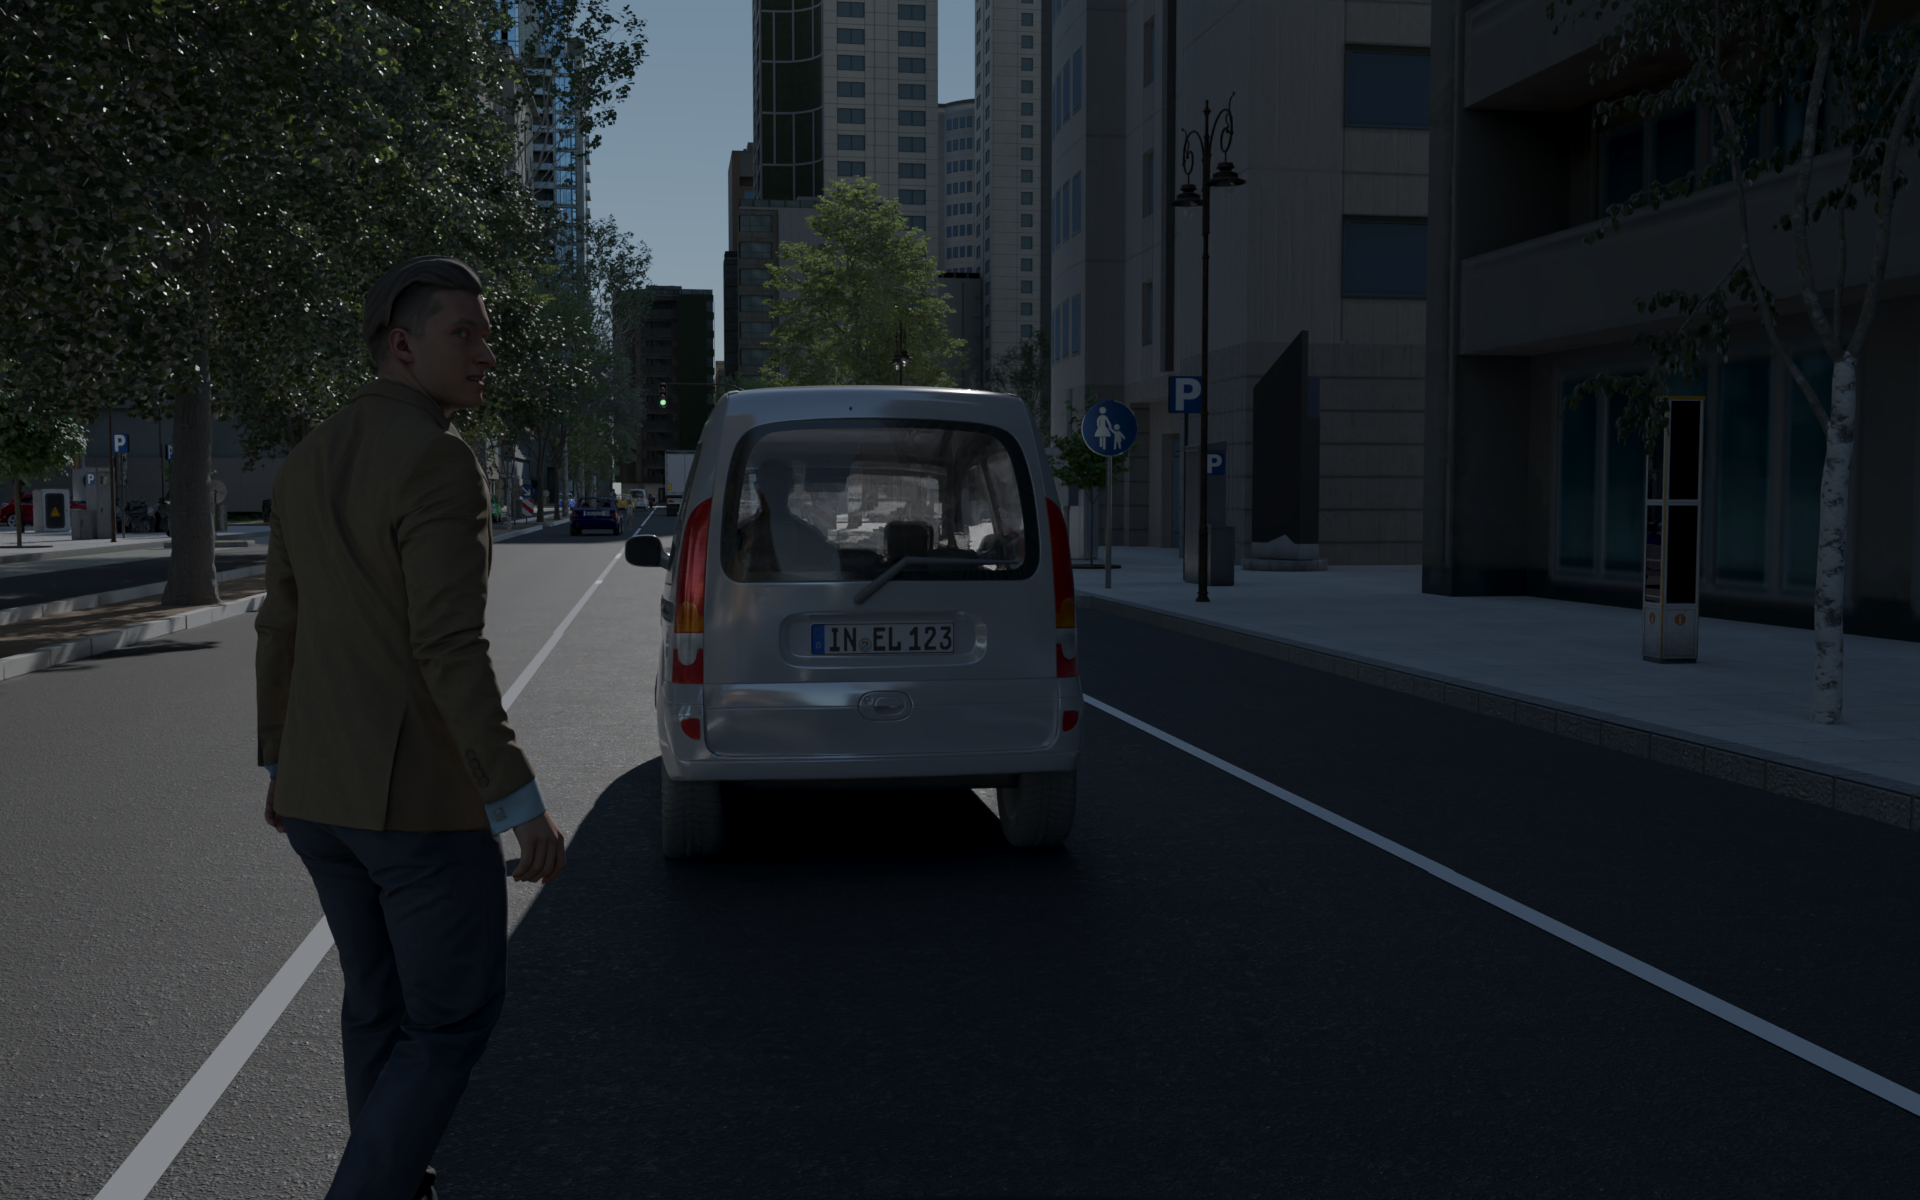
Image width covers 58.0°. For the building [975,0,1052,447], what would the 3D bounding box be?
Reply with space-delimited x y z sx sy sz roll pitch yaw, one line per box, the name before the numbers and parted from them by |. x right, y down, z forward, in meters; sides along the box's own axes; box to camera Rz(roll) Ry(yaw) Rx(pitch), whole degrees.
building | 12.276 -48.095 224.598 20.611 71.187 20.563 -1 4 -10

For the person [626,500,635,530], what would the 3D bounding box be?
person | -12.971 -3.353 68.337 0.382 1.210 0.505 -1 4 -22

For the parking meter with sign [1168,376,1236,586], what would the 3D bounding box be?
parking meter with sign | 3.509 -1.748 24.838 0.543 3.016 1.738 -1 4 -11

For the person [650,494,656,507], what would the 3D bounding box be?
person | -34.838 -11.285 196.245 0.697 1.427 0.421 1 4 11

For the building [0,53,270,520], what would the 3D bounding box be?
building | -46.122 -30.987 95.876 28.713 52.752 27.495 -1 4 -10

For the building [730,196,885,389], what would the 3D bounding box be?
building | -15.107 -24.516 172.536 14.160 30.474 14.107 -1 4 -10

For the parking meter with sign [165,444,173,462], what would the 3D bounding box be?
parking meter with sign | -26.881 -3.949 60.830 1.738 3.016 0.543 0 4 -6

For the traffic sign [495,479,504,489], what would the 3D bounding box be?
traffic sign | -39.389 -9.047 148.023 0.768 2.556 0.104 0 4 -2

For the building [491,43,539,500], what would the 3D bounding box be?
building | -65.171 -37.805 207.347 27.495 52.752 28.713 -1 4 -10

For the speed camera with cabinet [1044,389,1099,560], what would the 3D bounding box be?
speed camera with cabinet | 2.133 -2.393 33.457 0.660 3.252 2.038 1 4 20

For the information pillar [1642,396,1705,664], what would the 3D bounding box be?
information pillar | 5.418 -0.531 13.167 0.304 2.012 0.304 0 4 -6

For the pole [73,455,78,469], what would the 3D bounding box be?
pole | -38.064 -4.939 74.597 0.158 3.312 0.155 0 3 0

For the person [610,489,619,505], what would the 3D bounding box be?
person | -24.218 -6.887 121.197 0.616 1.811 0.778 1 4 14

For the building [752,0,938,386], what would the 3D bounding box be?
building | -14.062 -45.952 189.568 20.563 71.187 20.611 -1 4 -10

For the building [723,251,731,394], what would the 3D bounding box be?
building | -21.287 -26.666 207.685 14.160 30.474 14.107 -1 4 -10

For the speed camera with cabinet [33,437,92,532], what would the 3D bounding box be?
speed camera with cabinet | -30.379 -3.948 58.884 0.660 3.252 2.038 2 4 35

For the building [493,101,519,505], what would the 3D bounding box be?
building | -58.512 -34.145 177.873 23.786 49.044 30.456 -1 4 -10

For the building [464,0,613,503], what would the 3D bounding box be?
building | -64.876 -56.830 241.846 31.000 86.520 22.319 -1 4 -10

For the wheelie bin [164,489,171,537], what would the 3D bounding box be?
wheelie bin | -23.425 -2.699 52.034 0.980 1.594 0.693 1 4 18

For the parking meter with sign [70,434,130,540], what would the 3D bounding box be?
parking meter with sign | -24.489 -3.243 49.285 0.543 3.016 1.738 1 4 19

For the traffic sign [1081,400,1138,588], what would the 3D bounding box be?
traffic sign | 2.018 -1.430 23.492 0.768 2.556 0.104 0 4 -3

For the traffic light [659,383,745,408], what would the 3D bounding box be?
traffic light | -9.914 -5.897 71.089 4.771 5.953 1.251 -1 4 -10

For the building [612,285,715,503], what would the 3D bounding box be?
building | -41.566 -28.829 243.050 14.107 30.474 14.160 -1 4 -10

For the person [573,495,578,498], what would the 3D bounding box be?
person | -47.574 -12.588 214.303 0.705 1.826 1.348 1 4 16

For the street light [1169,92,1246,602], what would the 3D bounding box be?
street light | 2.895 -2.916 20.472 0.468 5.910 1.993 -1 4 -10

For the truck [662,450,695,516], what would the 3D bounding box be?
truck | -18.635 -7.825 116.851 2.839 4.237 11.283 -1 4 -10

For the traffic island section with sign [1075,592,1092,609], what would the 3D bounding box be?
traffic island section with sign | 0.518 -0.844 22.435 1.989 1.847 2.006 -1 4 -10

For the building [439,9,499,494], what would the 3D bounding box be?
building | -49.793 -30.972 156.496 14.600 45.320 14.200 -1 4 -10

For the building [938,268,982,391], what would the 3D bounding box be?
building | -5.215 -27.735 225.168 14.107 30.474 14.160 -1 4 -10

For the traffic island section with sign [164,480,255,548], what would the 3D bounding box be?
traffic island section with sign | -20.226 -2.336 46.821 1.989 1.847 2.006 -1 4 -10

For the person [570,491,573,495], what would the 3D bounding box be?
person | -38.912 -10.020 173.011 0.721 1.739 1.217 -1 4 -17

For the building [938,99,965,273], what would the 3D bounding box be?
building | 8.854 -43.557 254.150 28.212 58.520 21.231 -1 4 -10

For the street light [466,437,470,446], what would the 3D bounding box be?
street light | -36.494 -9.529 128.584 0.468 5.910 1.993 -1 4 -10

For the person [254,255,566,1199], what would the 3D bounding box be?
person | -0.944 0.336 2.922 0.656 1.842 0.836 1 4 8

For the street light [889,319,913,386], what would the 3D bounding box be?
street light | -1.568 -4.479 46.018 0.468 5.910 1.993 -1 4 -10

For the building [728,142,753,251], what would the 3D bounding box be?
building | -22.304 -34.942 221.414 14.600 45.320 14.200 -1 4 -10

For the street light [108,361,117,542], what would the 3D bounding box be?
street light | -22.542 -4.475 45.953 0.468 5.910 1.993 -1 4 -10

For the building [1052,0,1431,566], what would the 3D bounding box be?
building | 13.063 -30.736 44.530 21.231 58.520 28.212 -1 4 -10

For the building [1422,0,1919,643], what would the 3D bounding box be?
building | 18.233 -23.773 12.395 21.300 48.544 21.600 -1 4 -10

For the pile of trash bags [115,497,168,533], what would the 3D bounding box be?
pile of trash bags | -26.889 -2.941 57.846 1.912 1.369 3.447 1 4 18

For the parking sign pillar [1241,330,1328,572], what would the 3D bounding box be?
parking sign pillar | 5.495 -2.492 29.220 1.447 3.967 1.447 -2 4 -27

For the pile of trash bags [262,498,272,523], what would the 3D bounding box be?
pile of trash bags | -30.833 -4.239 79.058 1.912 1.369 3.447 -1 4 -20

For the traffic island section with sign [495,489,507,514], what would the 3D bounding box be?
traffic island section with sign | -33.920 -7.284 127.715 1.989 1.847 2.006 -1 4 -10

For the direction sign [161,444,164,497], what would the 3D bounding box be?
direction sign | -36.094 -5.285 78.403 0.379 3.537 0.876 -1 4 -22

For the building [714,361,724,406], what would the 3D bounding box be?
building | -21.212 -25.027 254.226 28.899 21.520 27.650 -1 4 -10
